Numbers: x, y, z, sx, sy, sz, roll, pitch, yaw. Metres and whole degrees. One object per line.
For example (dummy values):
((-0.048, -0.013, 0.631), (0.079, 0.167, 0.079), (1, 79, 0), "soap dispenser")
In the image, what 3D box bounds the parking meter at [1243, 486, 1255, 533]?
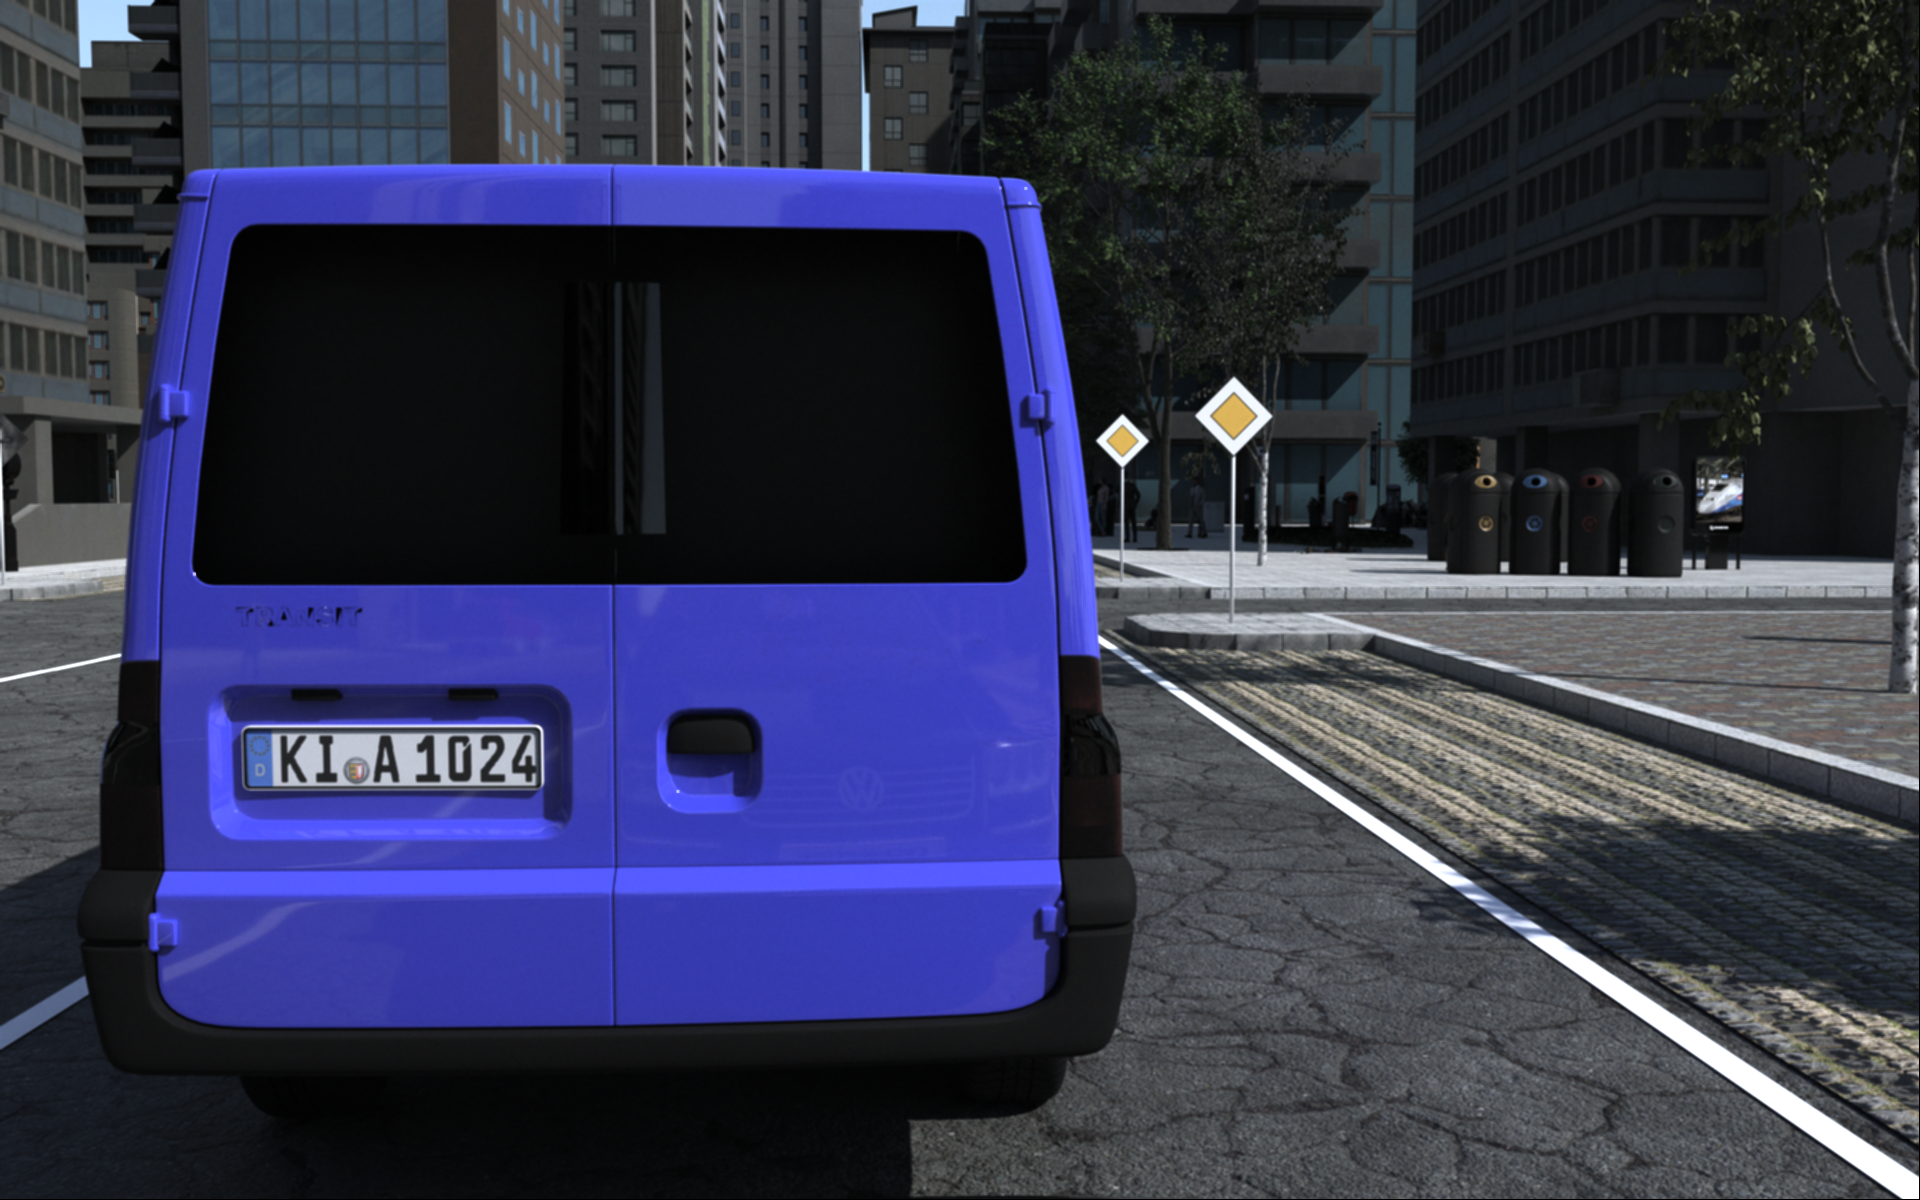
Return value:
((9.344, -2.908, 55.949), (0.372, 1.533, 0.369), (0, 3, 0), "parking meter")

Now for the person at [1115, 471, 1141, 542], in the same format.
((4.444, -2.486, 46.053), (0.648, 1.900, 0.474), (-1, 4, -17), "person")

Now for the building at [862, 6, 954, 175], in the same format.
((2.889, -37.175, 197.049), (27.495, 52.752, 28.713), (0, 4, -2), "building")

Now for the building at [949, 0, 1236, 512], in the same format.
((10.378, -33.109, 160.940), (23.786, 49.044, 30.456), (0, 4, -2), "building")

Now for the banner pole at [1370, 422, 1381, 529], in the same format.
((14.547, -4.317, 60.604), (0.401, 3.779, 0.863), (-1, 4, -14), "banner pole")

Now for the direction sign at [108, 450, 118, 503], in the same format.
((-42.994, -5.890, 88.295), (0.876, 3.537, 0.379), (1, 4, 13), "direction sign")

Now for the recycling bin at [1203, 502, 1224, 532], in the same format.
((8.506, -2.799, 58.315), (0.722, 1.027, 0.722), (0, 4, 3), "recycling bin")

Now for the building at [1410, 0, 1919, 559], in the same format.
((25.537, -21.397, 41.720), (23.993, 40.220, 32.217), (0, 4, -2), "building")

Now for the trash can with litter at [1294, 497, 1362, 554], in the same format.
((8.036, -1.651, 38.046), (2.233, 1.210, 1.678), (-3, 5, -40), "trash can with litter")

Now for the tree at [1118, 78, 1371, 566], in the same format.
((5.256, -4.926, 30.895), (4.360, 8.622, 3.978), (0, 3, 0), "tree")

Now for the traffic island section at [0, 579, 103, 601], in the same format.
((-13.537, -0.134, 24.464), (2.009, 0.180, 2.903), (0, 4, -2), "traffic island section")

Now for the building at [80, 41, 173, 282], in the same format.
((-81.236, -34.638, 190.034), (21.600, 48.544, 21.300), (0, 4, -2), "building")

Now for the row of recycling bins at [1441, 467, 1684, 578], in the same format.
((9.549, -1.243, 27.443), (3.534, 1.692, 1.069), (1, 4, 21), "row of recycling bins")

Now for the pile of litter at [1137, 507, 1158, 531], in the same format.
((6.728, -2.840, 60.395), (1.176, 0.858, 1.719), (-2, 4, -25), "pile of litter")

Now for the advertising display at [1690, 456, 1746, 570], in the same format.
((12.861, -1.479, 29.399), (0.974, 1.923, 0.123), (-1, 4, -12), "advertising display")

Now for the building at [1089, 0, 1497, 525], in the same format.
((16.155, -28.462, 84.961), (23.786, 49.044, 30.456), (0, 4, -2), "building")

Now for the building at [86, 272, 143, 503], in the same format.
((-65.566, -19.268, 160.064), (28.899, 21.520, 27.650), (0, 4, -2), "building")

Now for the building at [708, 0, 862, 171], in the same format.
((-24.902, -39.759, 192.057), (28.212, 58.520, 21.231), (0, 4, -2), "building")

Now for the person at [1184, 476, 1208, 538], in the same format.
((6.875, -2.686, 50.238), (0.850, 1.792, 0.678), (-3, 5, -43), "person")

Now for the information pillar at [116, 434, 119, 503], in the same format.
((-29.231, -4.232, 60.546), (0.504, 3.616, 0.183), (-2, 4, -29), "information pillar")

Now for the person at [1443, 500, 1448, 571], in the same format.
((8.308, -1.121, 29.036), (0.362, 1.253, 0.373), (-3, 4, -38), "person")

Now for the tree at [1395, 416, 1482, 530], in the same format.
((17.269, -4.816, 62.449), (4.285, 4.588, 4.351), (0, 3, 0), "tree")

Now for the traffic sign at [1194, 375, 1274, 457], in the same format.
((2.713, -0.911, 17.087), (0.795, 2.593, 0.064), (0, 4, -2), "traffic sign")

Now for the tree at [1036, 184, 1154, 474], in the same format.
((3.214, -8.908, 63.766), (7.486, 12.596, 7.792), (0, 3, 0), "tree")

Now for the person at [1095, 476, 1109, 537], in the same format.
((4.238, -2.808, 51.967), (0.388, 1.821, 0.555), (-3, 4, -38), "person")

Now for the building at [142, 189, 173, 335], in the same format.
((-33.047, -16.409, 113.323), (27.650, 21.520, 28.899), (0, 4, -2), "building")

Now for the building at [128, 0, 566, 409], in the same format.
((-25.062, -25.889, 73.388), (14.600, 45.320, 14.200), (0, 4, -2), "building")

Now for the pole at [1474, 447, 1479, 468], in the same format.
((20.313, -4.546, 68.174), (0.158, 3.312, 0.155), (0, 3, 0), "pole")

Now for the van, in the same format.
((-0.787, -0.080, 5.687), (2.240, 2.365, 5.245), (0, 4, -3), "van")

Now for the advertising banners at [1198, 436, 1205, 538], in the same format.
((7.239, -3.399, 51.767), (0.090, 3.025, 2.074), (1, 4, 13), "advertising banners")

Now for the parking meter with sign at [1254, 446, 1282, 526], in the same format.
((11.293, -4.102, 63.327), (0.543, 3.016, 1.738), (2, 4, 29), "parking meter with sign")

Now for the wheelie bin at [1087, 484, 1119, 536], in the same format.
((4.400, -2.750, 52.863), (0.980, 1.594, 0.693), (-1, 4, -19), "wheelie bin")

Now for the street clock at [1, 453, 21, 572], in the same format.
((-15.738, -1.471, 28.621), (0.471, 2.002, 0.358), (2, 4, 29), "street clock")

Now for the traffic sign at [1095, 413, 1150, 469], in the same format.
((2.367, -1.399, 25.065), (0.795, 2.593, 0.064), (0, 4, -2), "traffic sign")

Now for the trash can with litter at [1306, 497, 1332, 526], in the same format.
((13.093, -3.132, 62.597), (1.055, 1.170, 0.624), (0, 4, -4), "trash can with litter")

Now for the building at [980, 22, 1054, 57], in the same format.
((8.166, -20.722, 110.509), (14.160, 30.474, 14.107), (0, 4, -2), "building")

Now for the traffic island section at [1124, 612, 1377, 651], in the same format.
((2.736, 0.313, 17.171), (2.009, 0.180, 2.903), (0, 4, -2), "traffic island section")

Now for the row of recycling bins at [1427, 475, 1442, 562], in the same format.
((10.750, -1.582, 32.980), (3.534, 1.692, 1.069), (0, 4, 6), "row of recycling bins")

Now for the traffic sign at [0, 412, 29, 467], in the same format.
((-13.514, -1.358, 24.398), (0.795, 2.593, 0.064), (0, 4, -2), "traffic sign")

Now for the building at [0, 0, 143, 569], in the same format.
((-32.736, -20.930, 34.086), (32.217, 40.220, 23.993), (0, 4, -2), "building")

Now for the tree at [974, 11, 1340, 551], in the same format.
((4.470, -6.926, 38.993), (9.928, 11.665, 9.643), (0, 3, 0), "tree")

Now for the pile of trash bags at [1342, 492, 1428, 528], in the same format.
((16.228, -3.433, 65.884), (3.447, 1.369, 1.912), (0, 4, -7), "pile of trash bags")

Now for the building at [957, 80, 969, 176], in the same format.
((6.850, -21.592, 124.722), (14.160, 30.474, 14.107), (0, 4, -2), "building")

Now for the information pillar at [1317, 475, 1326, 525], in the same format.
((14.056, -3.843, 67.318), (0.304, 2.012, 0.304), (0, 4, 6), "information pillar")

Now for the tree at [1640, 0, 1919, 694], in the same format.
((6.211, -3.718, 11.145), (4.737, 8.622, 4.395), (0, 3, 0), "tree")

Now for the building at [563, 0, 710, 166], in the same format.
((-27.085, -27.575, 134.452), (14.154, 41.232, 14.086), (0, 4, -2), "building")

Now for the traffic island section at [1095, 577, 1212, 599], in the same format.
((2.390, -0.175, 25.148), (2.009, 0.180, 2.903), (0, 4, -2), "traffic island section")

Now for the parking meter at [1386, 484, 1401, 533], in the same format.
((11.387, -2.270, 45.532), (0.372, 1.533, 0.369), (0, 3, 0), "parking meter")
